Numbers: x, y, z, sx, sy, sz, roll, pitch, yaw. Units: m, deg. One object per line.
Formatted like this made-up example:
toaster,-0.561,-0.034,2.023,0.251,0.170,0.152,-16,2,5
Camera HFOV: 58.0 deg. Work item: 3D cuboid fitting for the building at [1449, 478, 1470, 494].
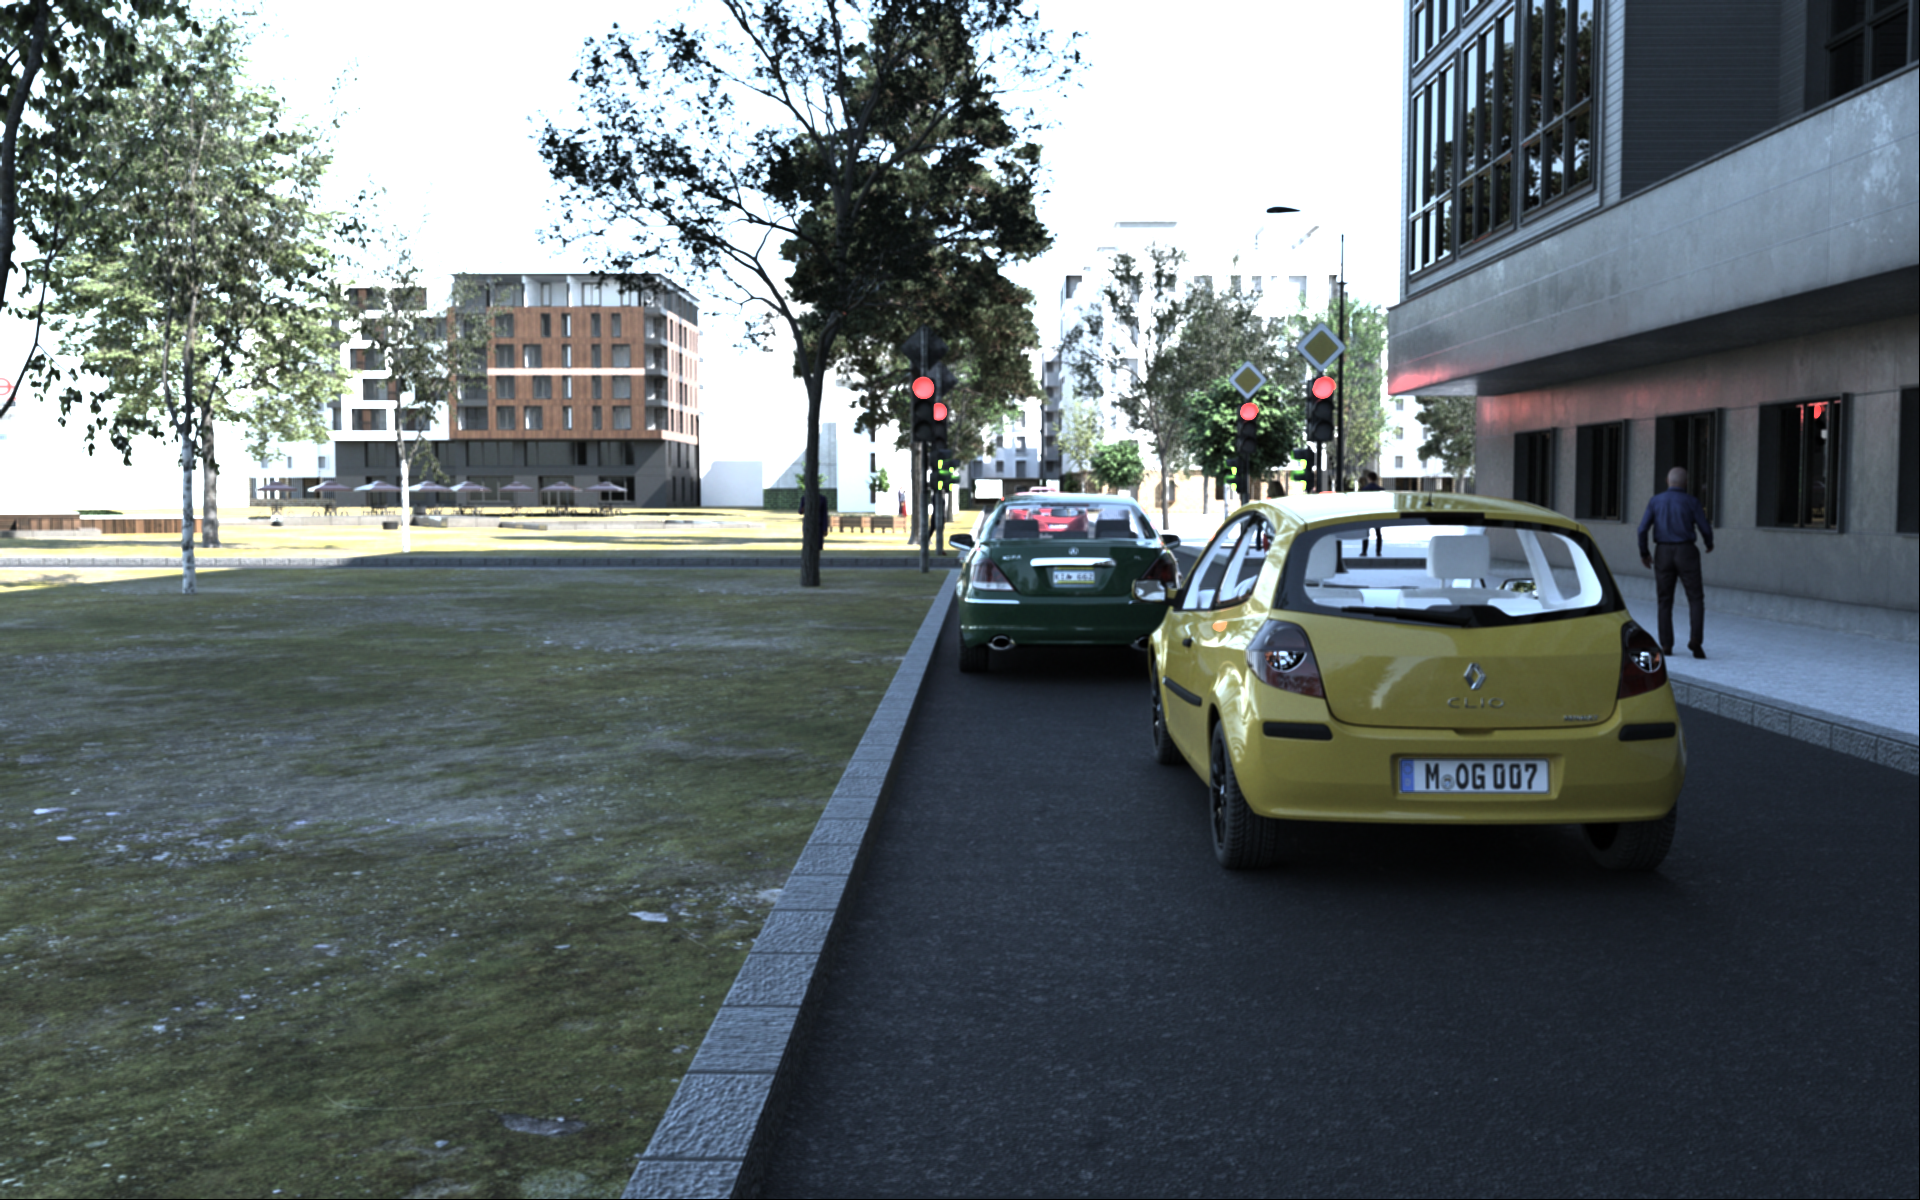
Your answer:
building,68.774,-20.065,172.043,32.646,21.610,27.936,0,4,1

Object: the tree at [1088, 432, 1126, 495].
tree,8.348,-6.583,91.353,4.285,4.588,4.351,0,3,0

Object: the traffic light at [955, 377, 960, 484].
traffic light,-0.418,-2.869,36.155,0.839,4.213,0.868,0,4,1

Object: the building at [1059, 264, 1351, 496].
building,23.589,-19.968,170.446,27.936,21.610,32.646,0,4,1

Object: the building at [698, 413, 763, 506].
building,-12.980,-14.774,183.704,28.070,9.664,9.099,0,4,1

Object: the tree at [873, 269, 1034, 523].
tree,-0.464,-9.231,76.675,9.928,11.665,9.643,0,3,0

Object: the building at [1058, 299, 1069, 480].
building,16.838,-17.840,148.100,16.016,20.091,11.380,0,4,1

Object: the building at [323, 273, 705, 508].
building,-43.588,-20.192,174.109,32.646,21.610,27.936,0,4,1

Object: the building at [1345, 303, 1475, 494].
building,46.857,-19.655,177.771,11.380,20.091,16.016,0,4,1

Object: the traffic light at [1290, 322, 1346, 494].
traffic light,5.802,-2.375,28.075,0.839,4.213,0.868,0,4,1

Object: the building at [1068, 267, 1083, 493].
building,17.083,-17.145,136.735,16.016,20.091,11.380,0,4,1

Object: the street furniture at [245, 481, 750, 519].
street furniture,-26.301,-5.707,98.340,27.439,1.986,14.083,-2,4,-30

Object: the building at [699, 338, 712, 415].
building,-35.994,-21.287,204.454,11.380,20.091,16.016,0,4,1

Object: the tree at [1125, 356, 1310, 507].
tree,6.671,-3.529,41.417,4.285,4.588,4.351,0,3,0

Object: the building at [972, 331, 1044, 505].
building,3.596,-21.219,203.344,11.380,20.091,16.016,0,4,1

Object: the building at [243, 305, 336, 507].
building,-65.532,-19.791,180.000,11.380,20.091,16.016,0,4,1

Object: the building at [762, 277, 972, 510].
building,-7.452,-17.764,156.902,16.747,18.905,31.486,0,4,1

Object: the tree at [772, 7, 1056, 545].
tree,-1.290,-8.309,43.274,7.806,13.903,7.818,0,3,0

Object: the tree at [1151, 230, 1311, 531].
tree,7.256,-7.715,60.556,8.767,10.594,7.601,0,4,5

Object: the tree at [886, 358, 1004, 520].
tree,-0.822,-10.101,87.199,6.751,12.117,7.091,0,3,0

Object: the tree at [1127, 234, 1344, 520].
tree,7.786,-6.048,49.248,4.360,8.622,3.978,0,3,0

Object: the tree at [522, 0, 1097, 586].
tree,-2.189,-5.451,23.544,8.767,10.594,7.601,1,4,12

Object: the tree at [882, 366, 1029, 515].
tree,-0.477,-11.868,104.409,12.009,13.543,11.850,0,3,0

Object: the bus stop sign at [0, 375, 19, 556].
bus stop sign,-19.748,-2.865,35.548,0.855,3.939,0.416,0,4,-3

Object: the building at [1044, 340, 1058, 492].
building,15.201,-21.189,202.853,11.380,20.091,16.016,0,4,1

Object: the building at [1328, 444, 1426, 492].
building,37.126,-20.593,203.157,31.486,18.905,16.747,0,4,1

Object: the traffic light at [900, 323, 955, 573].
traffic light,-0.559,-2.381,28.171,0.839,4.213,0.868,0,4,1

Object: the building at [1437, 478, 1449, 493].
building,69.098,-20.587,203.050,31.486,18.905,16.747,0,4,1

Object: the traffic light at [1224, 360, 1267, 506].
traffic light,5.942,-2.863,36.059,0.839,4.213,0.868,0,4,1

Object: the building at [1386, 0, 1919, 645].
building,13.444,-11.803,12.047,14.314,24.678,30.058,0,4,1

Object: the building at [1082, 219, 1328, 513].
building,17.336,-16.413,124.765,16.016,20.091,11.380,0,4,1

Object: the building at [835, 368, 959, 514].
building,-4.540,-11.241,125.940,9.099,9.664,28.070,0,4,1
